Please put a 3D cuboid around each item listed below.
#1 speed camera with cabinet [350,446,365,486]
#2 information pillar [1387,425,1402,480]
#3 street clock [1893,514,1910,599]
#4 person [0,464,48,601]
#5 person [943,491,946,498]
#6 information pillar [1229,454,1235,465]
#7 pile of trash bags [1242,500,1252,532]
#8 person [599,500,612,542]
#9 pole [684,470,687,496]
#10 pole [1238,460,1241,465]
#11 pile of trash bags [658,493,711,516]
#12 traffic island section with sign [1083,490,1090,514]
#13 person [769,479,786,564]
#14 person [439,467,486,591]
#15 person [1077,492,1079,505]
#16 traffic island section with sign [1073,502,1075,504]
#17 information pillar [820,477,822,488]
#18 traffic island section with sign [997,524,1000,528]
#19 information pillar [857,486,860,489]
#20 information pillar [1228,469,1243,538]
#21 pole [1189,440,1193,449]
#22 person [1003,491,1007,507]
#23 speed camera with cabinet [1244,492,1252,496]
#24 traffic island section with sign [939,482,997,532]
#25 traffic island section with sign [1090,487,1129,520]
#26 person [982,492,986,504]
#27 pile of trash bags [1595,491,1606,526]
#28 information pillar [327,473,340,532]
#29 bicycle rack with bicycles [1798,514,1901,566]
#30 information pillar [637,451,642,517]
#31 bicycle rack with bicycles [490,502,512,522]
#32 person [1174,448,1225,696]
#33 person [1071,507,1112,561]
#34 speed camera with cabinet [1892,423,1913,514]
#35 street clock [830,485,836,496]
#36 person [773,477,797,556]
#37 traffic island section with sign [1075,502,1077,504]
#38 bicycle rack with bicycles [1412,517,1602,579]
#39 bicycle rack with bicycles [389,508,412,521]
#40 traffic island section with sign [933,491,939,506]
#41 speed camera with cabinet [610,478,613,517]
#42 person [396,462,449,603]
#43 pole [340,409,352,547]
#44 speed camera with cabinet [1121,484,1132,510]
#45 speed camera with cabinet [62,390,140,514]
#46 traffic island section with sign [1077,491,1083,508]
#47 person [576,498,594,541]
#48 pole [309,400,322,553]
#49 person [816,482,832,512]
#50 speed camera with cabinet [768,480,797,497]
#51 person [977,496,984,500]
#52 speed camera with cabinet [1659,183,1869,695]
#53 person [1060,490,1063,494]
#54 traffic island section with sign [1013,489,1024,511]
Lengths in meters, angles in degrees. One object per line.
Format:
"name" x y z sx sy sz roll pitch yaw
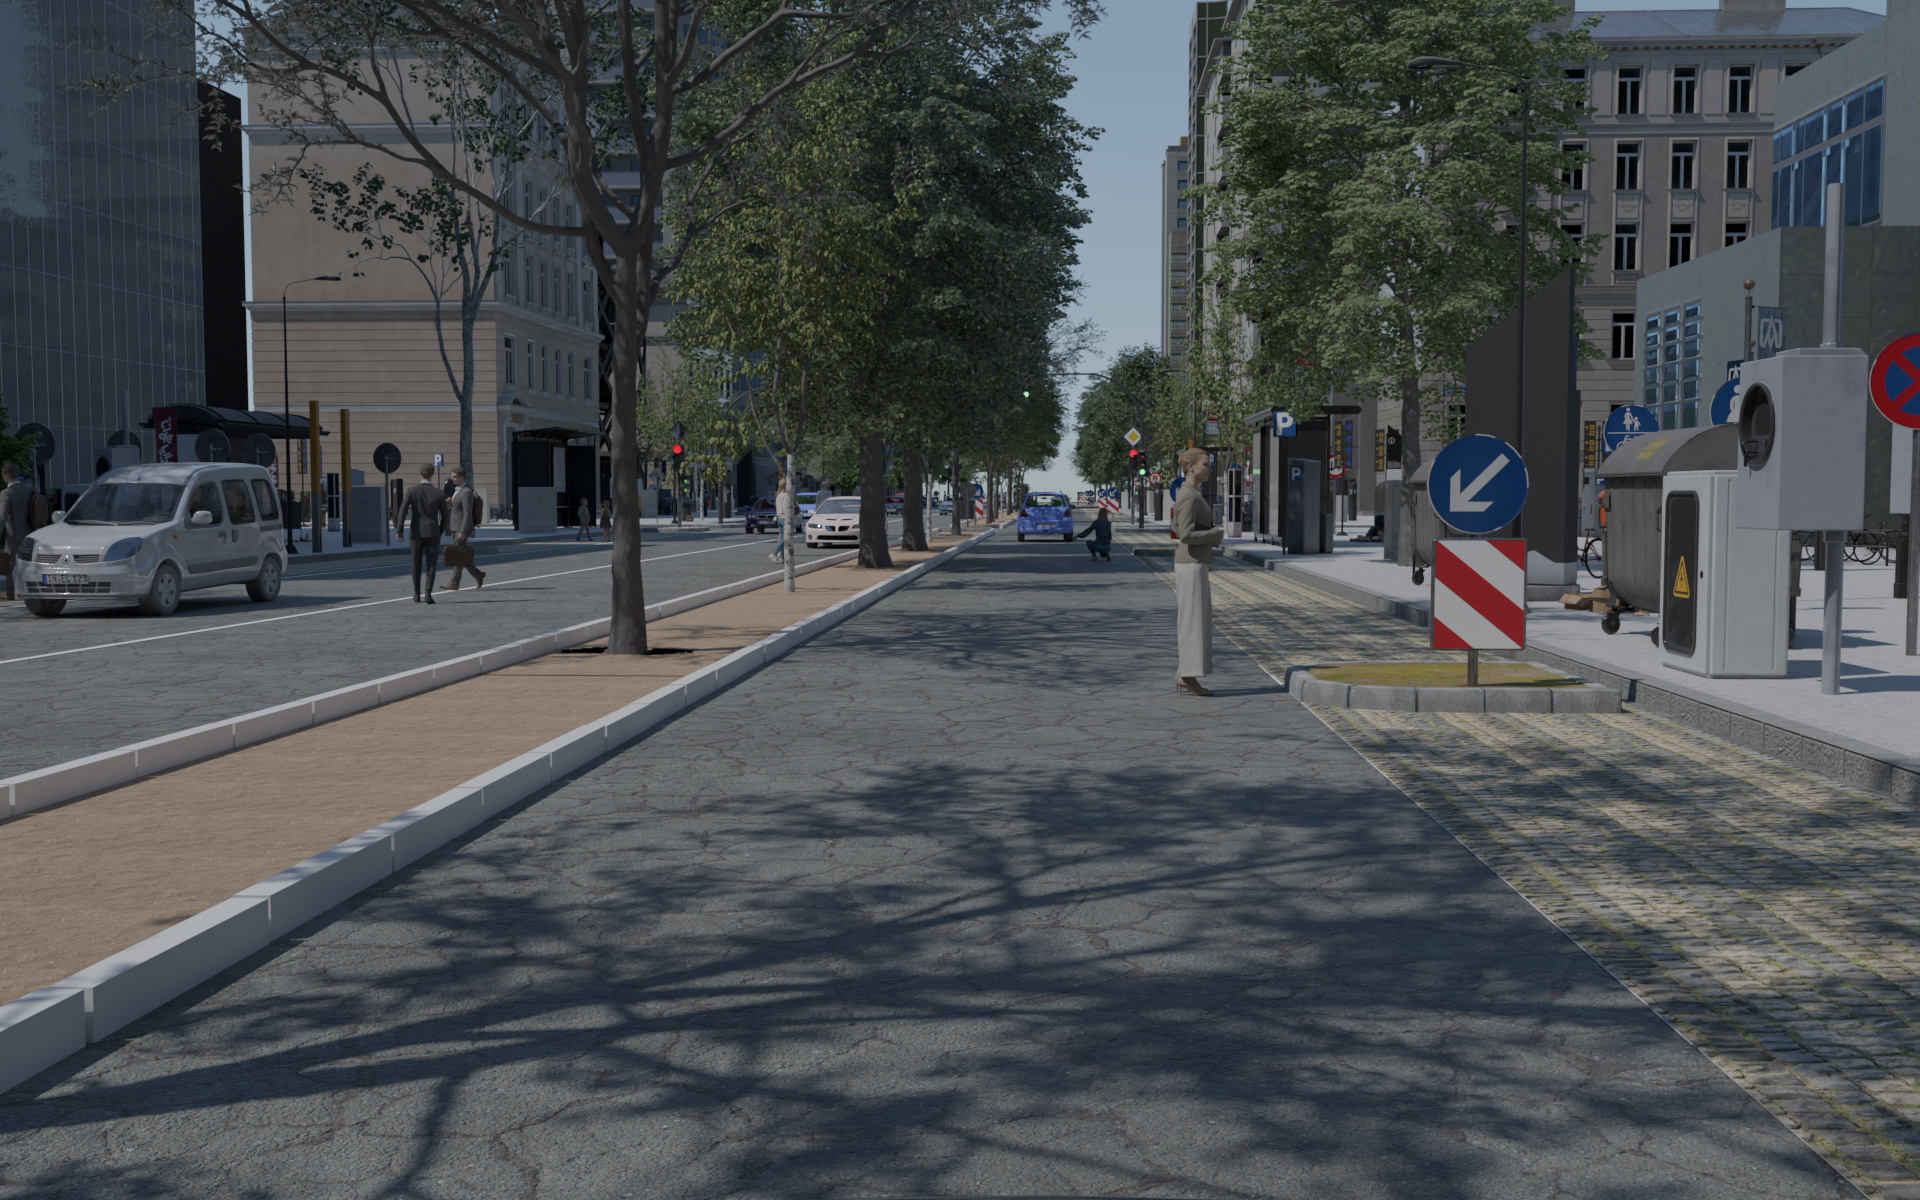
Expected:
"speed camera with cabinet" -21.985 -4.225 63.419 0.660 3.252 2.038 -2 4 -32
"information pillar" 14.474 -4.065 57.816 0.504 3.616 0.183 1 4 15
"street clock" 11.601 -1.019 21.225 0.358 2.002 0.471 1 4 10
"person" -12.541 -0.896 23.114 0.822 1.834 0.622 0 4 7
"person" -1.852 -12.213 208.187 0.705 1.824 1.348 0 4 4
"information pillar" 15.674 -6.643 99.968 0.504 3.616 0.183 -3 5 -39
"pile of trash bags" 10.652 -3.029 59.270 1.912 1.369 3.447 2 4 28
"person" -10.537 -2.340 51.427 0.362 1.253 0.373 -3 5 -44
"pole" -18.541 -7.520 116.797 0.158 3.312 0.155 0 3 0
"pole" 16.624 -6.682 103.099 0.158 3.312 0.155 0 3 0
"pile of trash bags" -16.712 -5.781 104.270 3.447 1.369 1.912 -1 4 -11
"traffic island section with sign" 9.938 -6.985 122.836 1.989 1.847 2.006 0 4 3
"person" -3.676 -1.617 35.610 0.598 1.740 0.731 -3 5 -41
"person" -7.375 -1.057 25.742 0.822 1.834 0.622 -3 5 -41
"person" 14.499 -12.382 211.655 0.721 1.736 1.217 0 4 8
"traffic island section with sign" 17.769 -15.027 254.321 1.989 1.847 2.006 0 4 3
"information pillar" -10.988 -8.938 137.495 0.183 3.616 0.504 -1 4 -15
"traffic island section with sign" 0.702 -3.973 73.100 2.006 1.907 1.989 0 4 3
"information pillar" -8.522 -9.389 144.859 0.183 3.616 0.504 2 4 27
"information pillar" 8.073 -2.835 50.839 0.304 2.012 0.304 -2 4 -26
"pole" 8.690 -4.374 65.353 0.158 3.312 0.155 0 3 0
"person" 5.143 -11.584 198.621 0.721 1.735 1.217 -1 4 -17
"speed camera with cabinet" 22.213 -8.328 130.495 2.038 3.252 0.660 1 4 9
"traffic island section with sign" 0.252 -3.521 65.707 2.006 1.907 1.989 0 4 3
"traffic island section with sign" 8.330 -5.327 95.720 1.989 1.847 2.006 0 4 3
"person" 3.502 -15.023 253.998 0.709 1.838 0.599 0 4 2
"pile of trash bags" 15.201 -2.127 44.527 3.447 1.369 1.912 1 4 12
"information pillar" -21.442 -3.350 59.269 0.304 2.012 0.304 1 4 14
"bicycle rack with bicycles" 16.679 -1.147 32.133 2.852 0.926 2.925 -2 4 -34
"information pillar" -17.604 -6.344 95.077 0.183 3.616 0.504 1 4 11
"bicycle rack with bicycles" -21.877 -4.019 79.085 2.925 0.926 2.852 -1 4 -13
"person" 1.697 -0.199 12.304 0.362 1.759 0.519 0 4 7
"person" 2.904 -1.419 37.203 1.012 1.151 0.738 -1 4 -14
"speed camera with cabinet" 12.017 -1.586 20.271 2.038 3.252 0.660 0 4 -6
"street clock" -10.025 -8.073 136.566 0.471 2.002 0.358 3 4 38
"person" -4.040 -1.934 40.094 0.573 1.828 0.580 -1 4 -14
"traffic island section with sign" 14.496 -11.663 199.319 1.989 1.847 2.006 0 4 3
"bicycle rack with bicycles" 8.383 -0.839 27.099 2.852 0.926 2.925 -1 4 -12
"bicycle rack with bicycles" -27.766 -4.280 83.360 2.925 0.926 2.852 -3 4 -36
"traffic island section with sign" -2.713 -11.759 200.887 1.989 1.847 2.006 0 4 3
"speed camera with cabinet" -18.343 -6.013 92.655 0.660 3.252 2.038 0 4 -5
"person" -7.048 -0.886 22.759 0.659 1.850 0.755 -1 4 -16
"pole" -14.752 -2.922 41.622 0.158 3.312 0.155 0 3 0
"speed camera with cabinet" 13.684 -8.997 141.441 0.660 3.252 2.038 1 4 18
"speed camera with cabinet" -16.539 -2.384 33.318 2.038 3.252 0.660 3 4 38
"traffic island section with sign" 12.895 -10.016 172.385 1.989 1.847 2.006 0 4 3
"person" -11.383 -2.424 52.399 0.475 1.303 0.640 2 4 32
"pole" -14.080 -2.691 37.845 0.158 3.312 0.155 0 3 0
"person" -4.396 -2.946 56.542 0.514 1.842 0.818 -2 4 -27
"speed camera with cabinet" -11.148 -6.999 108.768 0.660 3.252 2.038 3 4 39
"person" 1.669 -9.497 163.804 1.348 1.821 0.705 0 4 3
"speed camera with cabinet" 5.439 -1.070 11.837 0.660 3.252 2.038 0 4 3
"person" 10.873 -10.995 188.142 0.709 1.838 0.599 3 5 40
"traffic island section with sign" 5.157 -8.561 148.107 2.006 1.907 1.989 0 4 3
